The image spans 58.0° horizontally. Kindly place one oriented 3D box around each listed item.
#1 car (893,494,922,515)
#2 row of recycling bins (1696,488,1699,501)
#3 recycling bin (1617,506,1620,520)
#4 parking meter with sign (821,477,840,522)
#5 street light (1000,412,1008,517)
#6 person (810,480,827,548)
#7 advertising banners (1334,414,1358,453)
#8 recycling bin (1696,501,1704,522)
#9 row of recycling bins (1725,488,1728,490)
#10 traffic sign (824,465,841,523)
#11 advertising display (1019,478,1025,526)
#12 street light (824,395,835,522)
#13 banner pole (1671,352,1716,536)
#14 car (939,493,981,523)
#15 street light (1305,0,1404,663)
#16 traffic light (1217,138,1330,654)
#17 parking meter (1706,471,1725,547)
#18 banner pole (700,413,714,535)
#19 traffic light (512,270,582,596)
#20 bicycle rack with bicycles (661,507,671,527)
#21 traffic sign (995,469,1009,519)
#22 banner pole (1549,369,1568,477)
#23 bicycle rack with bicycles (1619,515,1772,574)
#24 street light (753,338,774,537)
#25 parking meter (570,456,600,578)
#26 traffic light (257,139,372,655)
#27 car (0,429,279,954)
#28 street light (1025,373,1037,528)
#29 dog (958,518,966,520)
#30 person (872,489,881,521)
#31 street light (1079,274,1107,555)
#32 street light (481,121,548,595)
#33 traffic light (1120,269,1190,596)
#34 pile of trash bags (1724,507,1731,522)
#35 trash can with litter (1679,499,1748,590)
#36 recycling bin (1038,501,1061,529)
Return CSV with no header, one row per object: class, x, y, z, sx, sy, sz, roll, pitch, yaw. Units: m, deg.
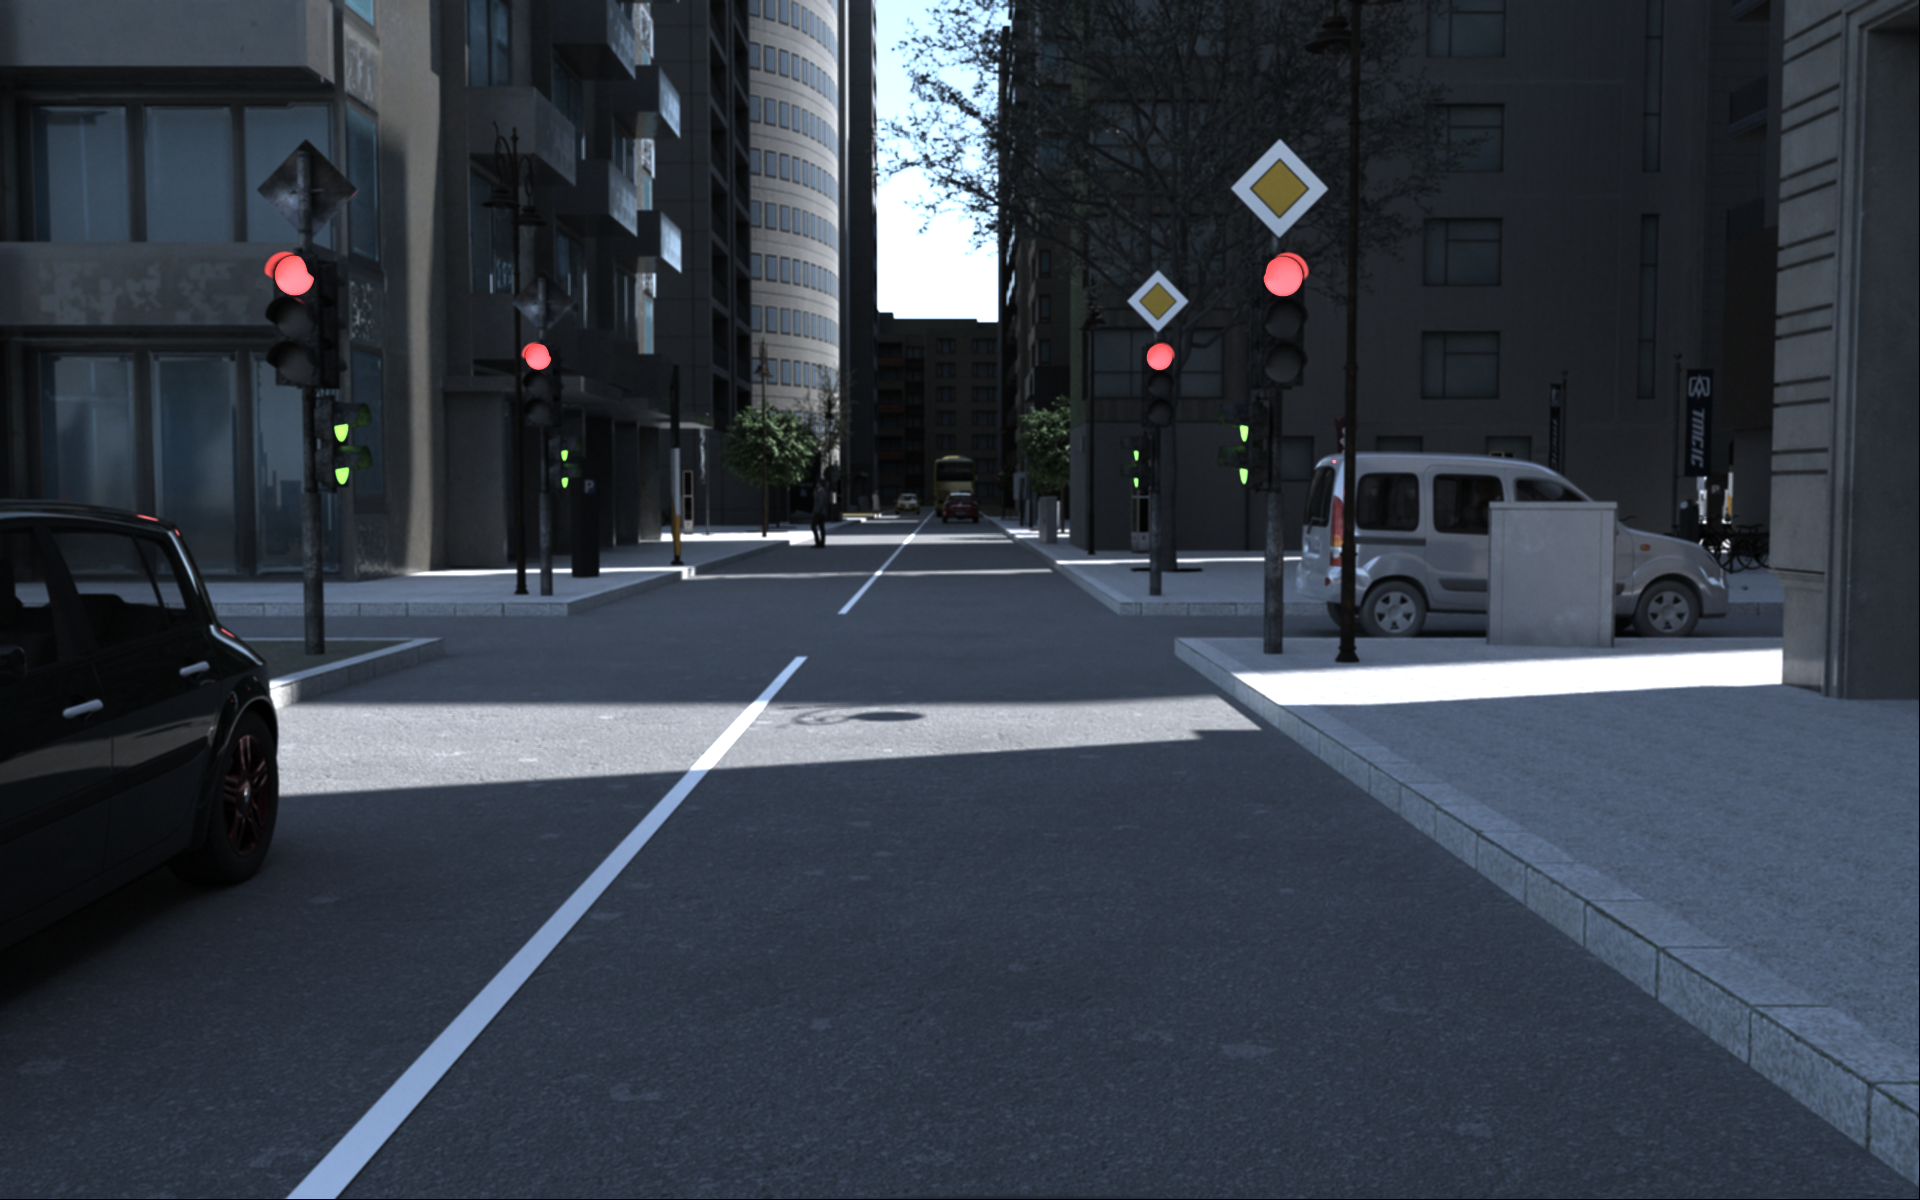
car,-3.675,-6.829,121.872,2.015,1.641,3.980,0,4,-1
row of recycling bins,30.661,-4.058,73.454,1.069,1.692,3.534,1,4,18
recycling bin,34.224,-4.694,89.305,0.722,1.027,0.722,1,4,12
parking meter with sign,-6.339,-5.064,79.051,1.738,3.016,0.543,1,4,15
street light,2.435,-7.534,95.975,0.468,5.910,1.993,0,4,0
person,-3.770,-2.292,46.150,0.473,1.802,0.592,1,4,22
advertising banners,9.219,-2.552,37.907,2.074,3.025,0.090,1,4,19
recycling bin,27.158,-3.177,64.500,0.722,1.027,0.722,-2,4,-28
row of recycling bins,42.041,-5.234,92.681,1.069,1.692,3.534,0,4,-7
traffic sign,-5.639,-4.662,76.335,0.768,2.556,0.104,0,4,6
advertising display,2.463,-3.896,68.907,0.123,1.923,0.974,0,4,7
street light,-6.077,-6.609,80.850,0.468,5.910,1.993,0,4,0
banner pole,12.862,-2.481,30.576,0.863,3.779,0.401,0,4,1
car,0.007,-4.750,86.705,2.155,1.783,4.494,0,4,-1
street light,2.966,-2.465,13.088,0.468,5.910,1.993,0,4,0
traffic light,2.503,-1.524,13.835,0.839,4.253,0.868,0,4,0
parking meter,18.402,-2.230,42.179,0.399,1.863,0.255,2,4,24
banner pole,-7.964,-3.912,53.985,0.401,3.779,0.863,-2,4,-29
traffic light,-5.204,-2.009,21.760,0.839,4.253,0.868,0,4,0
bicycle rack with bicycles,-12.395,-3.359,68.303,2.925,0.926,2.852,0,4,-7
traffic sign,2.197,-5.438,89.019,0.768,2.556,0.104,0,4,3
banner pole,11.942,-2.727,34.596,0.401,3.779,0.863,3,5,44
bicycle rack with bicycles,13.000,-0.950,28.918,2.925,0.926,2.852,0,4,-5
street light,-5.826,-4.810,51.426,0.468,5.910,1.993,0,4,0
parking meter,-5.781,-1.286,26.738,0.255,1.863,0.399,3,5,43
traffic light,-5.158,-1.520,13.775,0.839,4.253,0.868,0,4,0
car,-3.435,0.293,5.000,2.009,1.686,4.222,0,4,-1
street light,2.707,-5.700,65.982,0.468,5.910,1.993,0,4,0
dog,0.130,-4.638,96.030,0.550,0.427,0.748,1,4,9
person,-4.525,-5.156,93.555,0.466,1.731,0.760,0,4,6
street light,2.789,-3.900,36.557,0.468,5.910,1.993,0,4,0
street light,-5.614,-3.010,22.001,0.468,5.910,1.993,0,4,0
traffic light,2.457,-2.012,21.820,0.839,4.253,0.868,0,4,0
pile of trash bags,40.941,-4.769,87.720,3.447,1.369,1.912,-1,4,-14
trash can with litter,9.711,-0.749,23.299,1.678,1.210,2.233,1,4,19
recycling bin,3.251,-3.082,62.938,0.722,1.027,0.722,1,4,11
